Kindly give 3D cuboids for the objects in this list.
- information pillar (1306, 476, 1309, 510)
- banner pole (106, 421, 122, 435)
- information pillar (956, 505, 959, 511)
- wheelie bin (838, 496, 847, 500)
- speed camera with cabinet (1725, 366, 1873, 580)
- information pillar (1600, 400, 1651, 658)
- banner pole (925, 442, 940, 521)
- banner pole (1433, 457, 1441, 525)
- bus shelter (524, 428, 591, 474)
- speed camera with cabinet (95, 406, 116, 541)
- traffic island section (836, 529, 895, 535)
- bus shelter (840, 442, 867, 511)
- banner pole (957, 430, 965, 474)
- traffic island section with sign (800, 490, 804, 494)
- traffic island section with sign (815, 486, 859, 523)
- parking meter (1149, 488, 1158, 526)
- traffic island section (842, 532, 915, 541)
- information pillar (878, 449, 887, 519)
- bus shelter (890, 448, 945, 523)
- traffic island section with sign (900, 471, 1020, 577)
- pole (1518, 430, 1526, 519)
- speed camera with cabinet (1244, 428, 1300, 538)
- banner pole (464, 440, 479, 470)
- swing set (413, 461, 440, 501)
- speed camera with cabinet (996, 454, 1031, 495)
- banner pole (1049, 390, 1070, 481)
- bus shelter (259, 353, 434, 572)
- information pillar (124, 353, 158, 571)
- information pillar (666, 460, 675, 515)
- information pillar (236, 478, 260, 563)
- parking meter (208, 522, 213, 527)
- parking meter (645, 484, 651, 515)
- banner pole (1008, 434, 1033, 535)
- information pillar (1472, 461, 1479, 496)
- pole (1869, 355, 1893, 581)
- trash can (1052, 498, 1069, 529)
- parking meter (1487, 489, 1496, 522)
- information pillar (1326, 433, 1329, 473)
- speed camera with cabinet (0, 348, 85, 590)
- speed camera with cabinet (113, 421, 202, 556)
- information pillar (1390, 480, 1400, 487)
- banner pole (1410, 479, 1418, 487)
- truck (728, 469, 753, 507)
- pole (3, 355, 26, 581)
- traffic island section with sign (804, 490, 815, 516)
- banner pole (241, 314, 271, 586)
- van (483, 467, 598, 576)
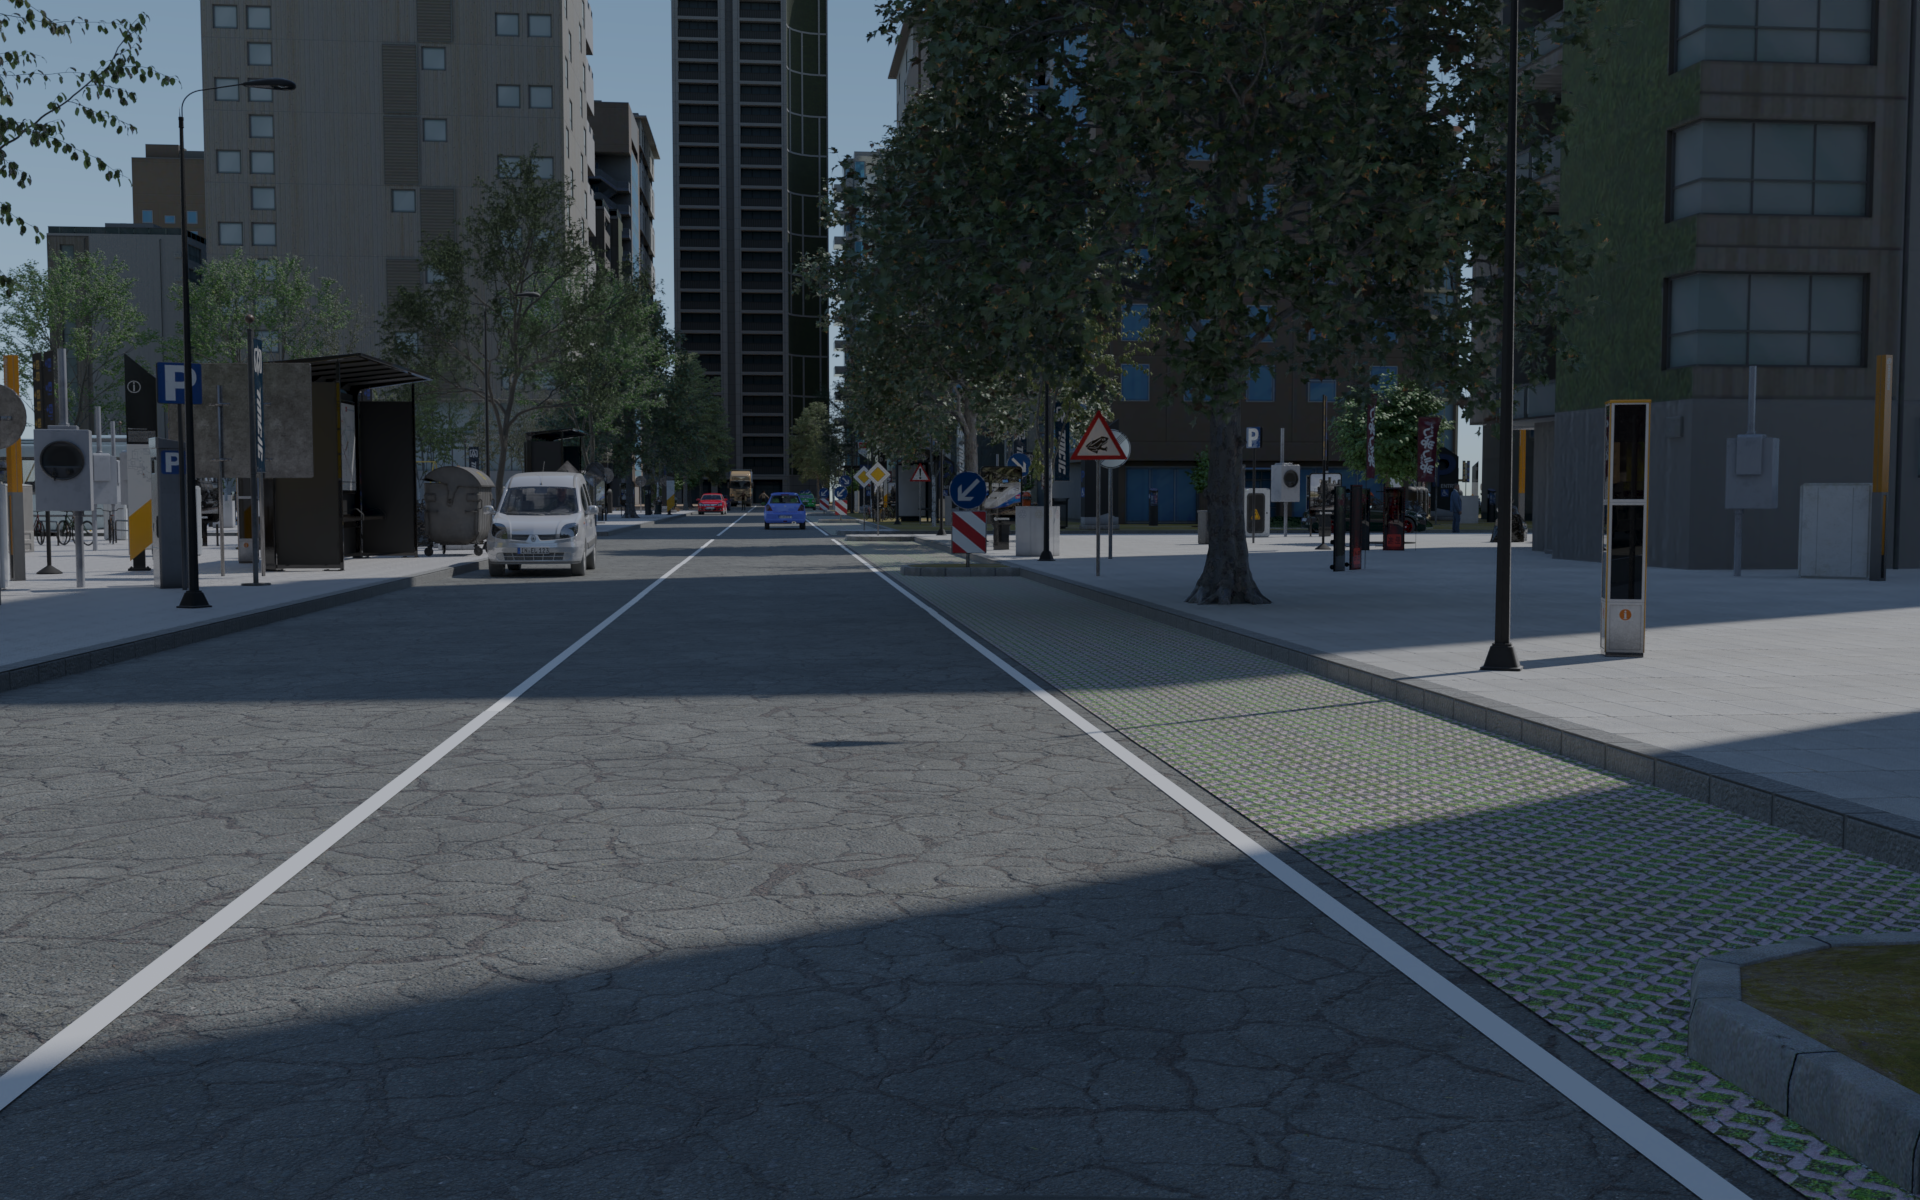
[{"bbox_3d":[13.948,-3.930,68.741,0.304,2.012,0.304,-3,4,-36],"label":"information pillar"},{"bbox_3d":[-29.090,-4.264,59.734,0.863,3.779,0.401,2,4,24],"label":"banner pole"},{"bbox_3d":[-0.257,-6.506,110.868,0.304,2.012,0.304,-2,4,-23],"label":"information pillar"},{"bbox_3d":[-8.453,-7.136,124.582,0.693,1.594,0.980,-1,4,-9],"label":"wheelie bin"},{"bbox_3d":[12.913,-1.973,26.596,2.038,3.252,0.660,2,4,34],"label":"speed camera with cabinet"},{"bbox_3d":[5.252,-0.562,13.682,0.304,2.012,0.304,1,4,13],"label":"information pillar"},{"bbox_3d":[-1.242,-5.655,82.484,0.401,3.779,0.863,-2,4,-24],"label":"banner pole"},{"bbox_3d":[19.713,-4.999,71.750,0.401,3.779,0.863,1,4,21],"label":"banner pole"},{"bbox_3d":[-14.878,-4.466,64.296,1.731,3.624,6.357,0,4,-6],"label":"bus shelter"},{"bbox_3d":[-19.092,-2.779,39.773,0.660,3.252,2.038,3,5,44],"label":"speed camera with cabinet"},{"bbox_3d":[-3.375,-2.394,61.422,2.009,0.180,2.903,0,4,-6],"label":"traffic island section"},{"bbox_3d":[-7.900,-9.340,130.344,2.179,5.291,8.768,0,4,-6],"label":"bus shelter"},{"bbox_3d":[0.148,-3.844,52.864,0.401,3.779,0.863,-3,4,-39],"label":"banner pole"},{"bbox_3d":[-14.416,-9.425,162.729,1.989,1.847,2.006,0,4,-6],"label":"traffic island section with sign"},{"bbox_3d":[-6.043,-4.725,85.876,1.989,1.847,2.006,0,4,-6],"label":"traffic island section with sign"},{"bbox_3d":[7.833,-3.774,70.112,0.372,1.533,0.369,0,3,0],"label":"parking meter"},{"bbox_3d":[-2.510,-1.908,53.484,2.009,0.180,2.903,0,4,-6],"label":"traffic island section"},{"bbox_3d":[-4.002,-5.976,89.064,0.504,3.616,0.183,-1,4,-11],"label":"information pillar"},{"bbox_3d":[-1.950,-5.156,78.231,2.014,3.302,5.546,0,4,-6],"label":"bus shelter"},{"bbox_3d":[-0.043,-1.357,30.816,1.989,1.847,2.006,0,4,-6],"label":"traffic island section with sign"},{"bbox_3d":[17.669,-3.708,54.462,0.158,3.312,0.155,0,3,0],"label":"pole"},{"bbox_3d":[9.125,-3.500,51.557,2.038,3.252,0.660,-2,4,-25],"label":"speed camera with cabinet"},{"bbox_3d":[-22.717,-5.529,80.413,0.863,3.779,0.401,0,4,-3],"label":"banner pole"},{"bbox_3d":[-26.236,-5.191,82.489,3.119,2.851,2.862,0,4,5],"label":"swing set"},{"bbox_3d":[2.475,-5.614,86.129,2.038,3.252,0.660,-1,4,-13],"label":"speed camera with cabinet"},{"bbox_3d":[2.291,-3.112,40.903,0.863,3.779,0.401,-3,4,-36],"label":"banner pole"},{"bbox_3d":[-11.120,-2.478,31.797,1.731,3.624,6.357,0,4,-6],"label":"bus shelter"},{"bbox_3d":[-13.636,-2.294,28.868,0.504,3.616,0.183,-1,4,-20],"label":"information pillar"},{"bbox_3d":[-17.729,-7.013,106.015,0.504,3.616,0.183,0,4,5],"label":"information pillar"},{"bbox_3d":[-13.221,-1.691,32.144,0.304,2.012,0.304,0,4,-6],"label":"information pillar"},{"bbox_3d":[-29.026,-3.602,67.308,0.372,1.533,0.369,0,3,0],"label":"parking meter"},{"bbox_3d":[-18.912,-6.069,104.932,0.255,1.863,0.399,1,4,17],"label":"parking meter"},{"bbox_3d":[1.747,-3.945,54.512,0.863,3.779,0.401,2,4,30],"label":"banner pole"},{"bbox_3d":[36.385,-8.010,122.314,0.504,3.616,0.183,-1,4,-13],"label":"information pillar"},{"bbox_3d":[13.549,-1.935,25.473,0.158,3.312,0.155,0,3,0],"label":"pole"},{"bbox_3d":[3.678,-3.196,63.906,0.748,1.137,0.748,0,3,0],"label":"trash can"},{"bbox_3d":[24.138,-4.298,78.679,0.372,1.533,0.369,0,3,0],"label":"parking meter"},{"bbox_3d":[13.140,-4.332,62.190,0.183,3.616,0.504,0,4,3],"label":"information pillar"},{"bbox_3d":[-12.766,-1.765,23.186,2.038,3.252,0.660,-1,4,-23],"label":"speed camera with cabinet"},{"bbox_3d":[-16.717,-2.560,36.199,2.038,3.252,0.660,2,4,33],"label":"speed camera with cabinet"},{"bbox_3d":[13.934,-3.912,55.323,0.183,3.616,0.504,-2,4,-24],"label":"information pillar"},{"bbox_3d":[35.800,-8.981,136.860,0.863,3.779,0.401,0,4,4],"label":"banner pole"},{"bbox_3d":[-25.093,-12.815,198.433,2.839,4.237,11.283,0,4,-6],"label":"truck"},{"bbox_3d":[-13.939,-1.938,25.529,0.158,3.312,0.155,0,3,0],"label":"pole"},{"bbox_3d":[-8.987,-6.379,112.920,1.989,1.847,2.006,0,4,-6],"label":"traffic island section with sign"},{"bbox_3d":[-9.925,-2.107,24.460,0.401,3.779,0.863,0,4,-7],"label":"banner pole"},{"bbox_3d":[-7.567,-1.499,31.526,2.013,2.044,4.112,0,4,-8],"label":"van"}]
